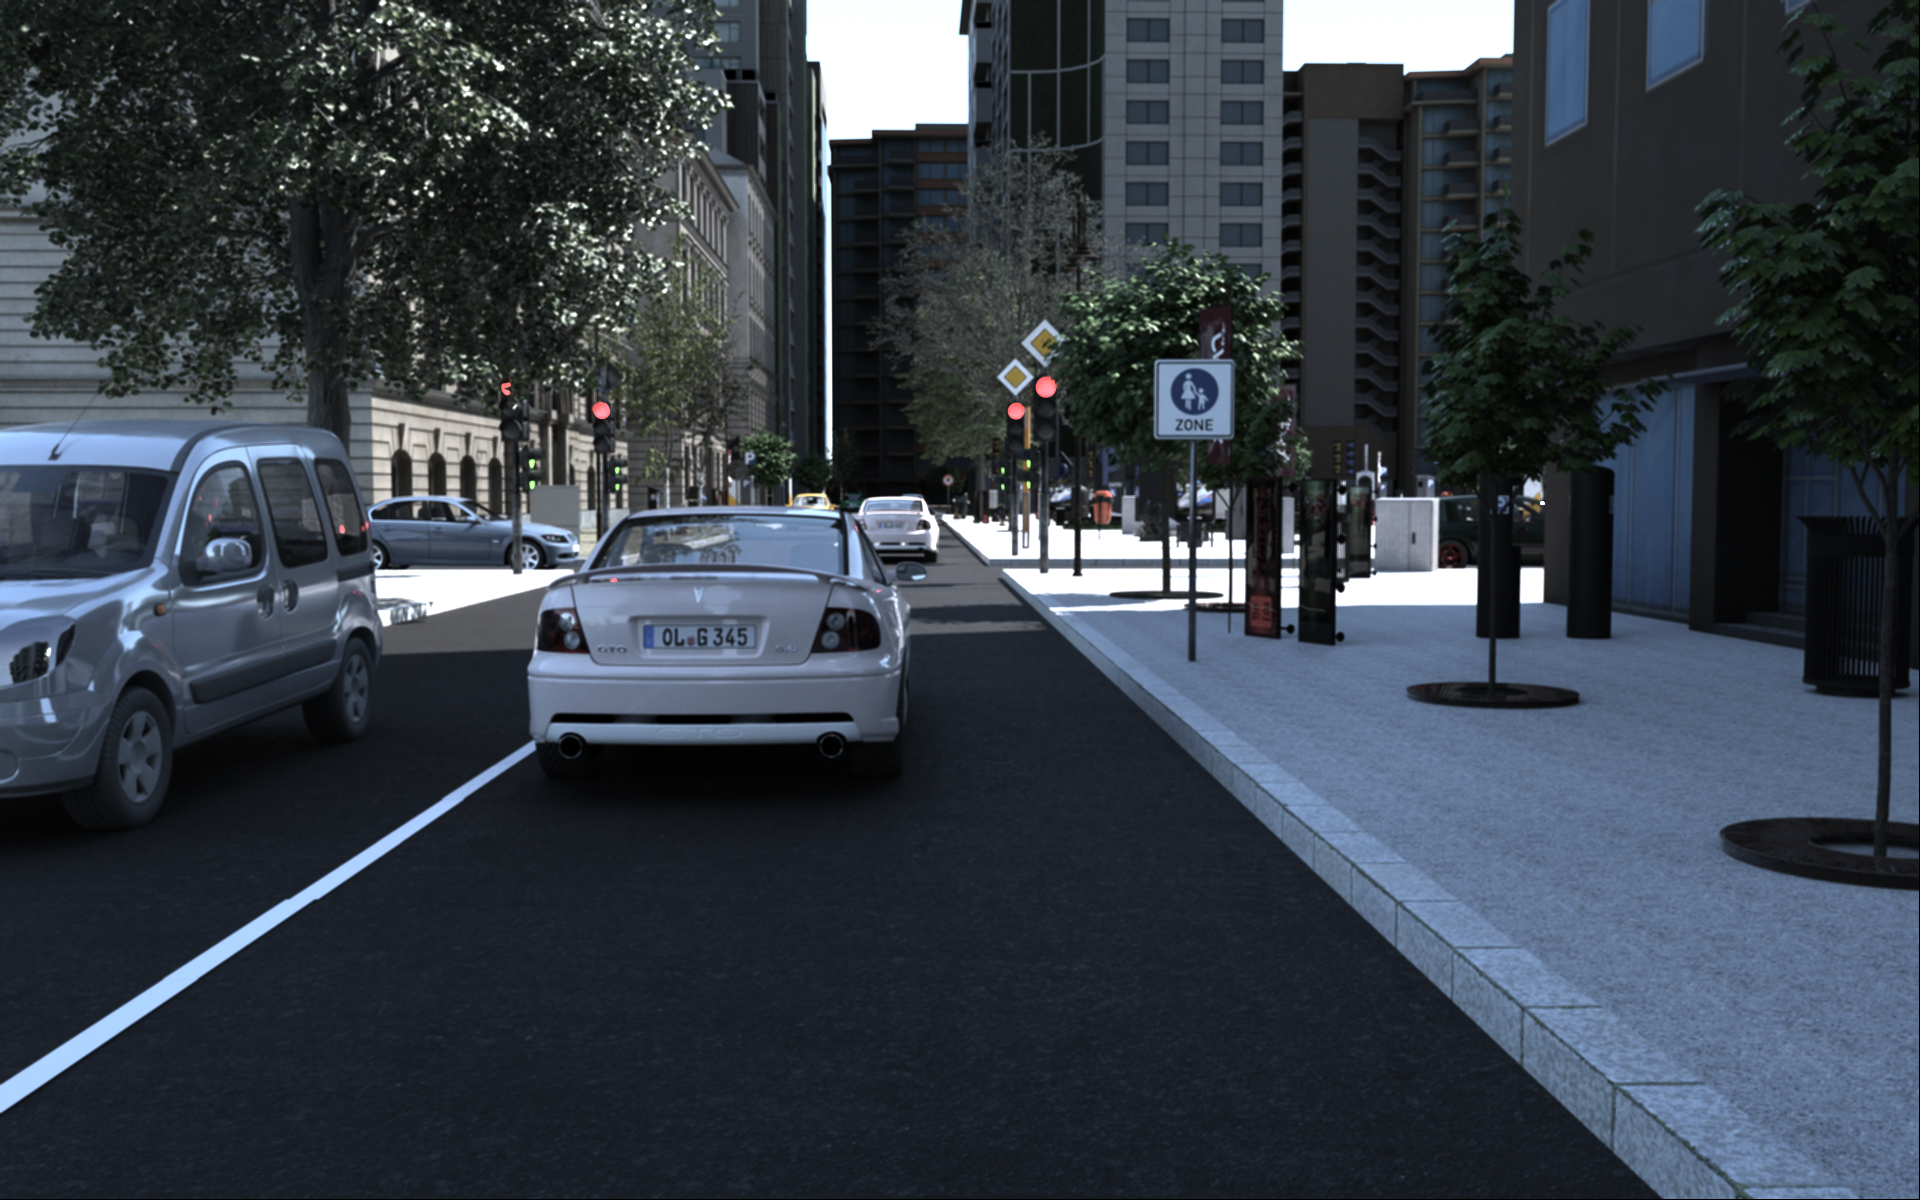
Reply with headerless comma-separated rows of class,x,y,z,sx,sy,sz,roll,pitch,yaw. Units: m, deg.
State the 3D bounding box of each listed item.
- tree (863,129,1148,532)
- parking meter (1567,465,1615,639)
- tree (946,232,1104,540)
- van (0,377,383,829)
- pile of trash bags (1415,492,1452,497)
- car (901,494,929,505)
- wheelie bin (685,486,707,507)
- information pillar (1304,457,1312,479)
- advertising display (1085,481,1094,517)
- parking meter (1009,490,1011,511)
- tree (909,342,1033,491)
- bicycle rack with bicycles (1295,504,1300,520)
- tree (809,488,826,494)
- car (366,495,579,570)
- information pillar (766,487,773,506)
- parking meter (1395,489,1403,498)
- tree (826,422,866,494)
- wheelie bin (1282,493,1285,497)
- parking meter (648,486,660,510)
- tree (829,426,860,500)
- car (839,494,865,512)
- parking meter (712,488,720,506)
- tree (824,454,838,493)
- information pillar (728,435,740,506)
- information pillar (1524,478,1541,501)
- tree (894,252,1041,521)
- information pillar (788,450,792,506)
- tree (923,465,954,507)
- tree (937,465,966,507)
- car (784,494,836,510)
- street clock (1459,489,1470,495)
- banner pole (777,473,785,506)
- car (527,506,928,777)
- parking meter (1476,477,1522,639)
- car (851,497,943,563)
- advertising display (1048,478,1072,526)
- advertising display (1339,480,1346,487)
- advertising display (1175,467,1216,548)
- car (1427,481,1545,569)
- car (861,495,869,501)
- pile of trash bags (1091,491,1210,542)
tree,1.876,-9.072,58.698,12.009,13.543,11.850,0,3,0
parking meter,5.625,-0.431,15.450,0.372,1.533,0.369,0,3,0
tree,2.050,-5.997,48.416,4.360,8.622,3.978,0,3,0
van,-4.324,-0.104,8.712,2.013,2.044,4.112,0,4,0
pile of trash bags,20.052,-3.966,74.590,3.447,1.369,1.912,-3,4,-38
car,-2.851,-5.593,103.451,2.014,1.417,4.499,0,4,0
wheelie bin,-10.905,-3.902,71.698,0.980,1.594,0.693,1,4,12
information pillar,21.883,-7.184,108.816,0.504,3.616,0.183,-1,4,-12
advertising display,6.873,-5.109,88.745,0.974,1.923,0.123,1,4,12
parking meter,2.658,-4.865,87.946,0.372,1.533,0.369,0,3,0
tree,0.717,-9.771,94.170,8.767,10.594,7.601,2,4,35
bicycle rack with bicycles,18.274,-4.548,87.737,2.925,0.926,2.852,-2,4,-27
tree,-10.805,-8.366,131.377,1.663,3.219,1.824,0,3,0
car,-9.209,-1.190,31.463,4.499,1.417,2.014,0,4,-1
information pillar,-9.331,-4.910,84.770,0.304,2.012,0.304,-1,4,-16
parking meter,22.796,-4.988,89.965,0.372,1.533,0.369,0,3,0
tree,-11.585,-13.800,175.997,4.737,8.622,4.395,0,3,0
wheelie bin,18.558,-5.705,101.187,0.693,1.594,0.980,-1,4,-18
parking meter,-9.248,-2.691,52.416,0.372,1.533,0.369,0,3,0
tree,-12.902,-14.542,188.127,4.360,8.622,3.978,0,3,0
car,-8.031,-7.352,129.008,1.959,1.807,4.718,0,4,-2
parking meter,-10.727,-4.147,76.208,0.372,1.533,0.369,0,3,0
tree,-10.012,-8.336,120.001,4.285,4.588,4.351,0,3,0
information pillar,-8.938,-4.720,68.522,0.504,3.616,0.183,-2,4,-30
information pillar,13.931,-3.109,42.183,0.183,3.616,0.504,-2,4,-26
tree,0.621,-9.947,80.759,7.486,12.596,7.792,0,3,0
information pillar,-8.959,-6.112,91.287,0.183,3.616,0.504,0,4,5
tree,-2.040,-11.674,174.578,4.285,4.588,4.351,0,3,0
tree,-0.239,-7.389,115.415,1.663,3.219,1.824,0,3,0
car,-5.900,-3.575,68.669,2.015,1.641,3.980,0,4,0
street clock,17.107,-3.314,58.749,0.471,2.002,0.358,1,4,22
banner pole,-9.705,-6.339,93.657,0.401,3.779,0.863,2,4,33
car,-1.230,0.134,10.163,2.083,1.381,4.827,0,4,-1
parking meter,4.824,-0.433,15.489,0.372,1.533,0.369,0,3,0
car,-1.405,-1.545,37.629,2.083,1.381,4.827,0,4,0
advertising display,4.002,-3.918,69.280,0.974,1.923,0.123,-1,4,-11
advertising display,17.377,-4.498,78.758,0.123,1.923,0.974,1,4,23
advertising display,5.645,-2.223,41.565,0.974,1.923,0.123,2,4,24
car,9.995,-1.313,31.252,4.222,1.686,2.009,0,3,0
car,-8.962,-8.783,156.182,1.945,1.354,3.894,0,4,-1
pile of trash bags,5.236,-2.310,47.518,3.447,1.369,1.912,2,4,24
